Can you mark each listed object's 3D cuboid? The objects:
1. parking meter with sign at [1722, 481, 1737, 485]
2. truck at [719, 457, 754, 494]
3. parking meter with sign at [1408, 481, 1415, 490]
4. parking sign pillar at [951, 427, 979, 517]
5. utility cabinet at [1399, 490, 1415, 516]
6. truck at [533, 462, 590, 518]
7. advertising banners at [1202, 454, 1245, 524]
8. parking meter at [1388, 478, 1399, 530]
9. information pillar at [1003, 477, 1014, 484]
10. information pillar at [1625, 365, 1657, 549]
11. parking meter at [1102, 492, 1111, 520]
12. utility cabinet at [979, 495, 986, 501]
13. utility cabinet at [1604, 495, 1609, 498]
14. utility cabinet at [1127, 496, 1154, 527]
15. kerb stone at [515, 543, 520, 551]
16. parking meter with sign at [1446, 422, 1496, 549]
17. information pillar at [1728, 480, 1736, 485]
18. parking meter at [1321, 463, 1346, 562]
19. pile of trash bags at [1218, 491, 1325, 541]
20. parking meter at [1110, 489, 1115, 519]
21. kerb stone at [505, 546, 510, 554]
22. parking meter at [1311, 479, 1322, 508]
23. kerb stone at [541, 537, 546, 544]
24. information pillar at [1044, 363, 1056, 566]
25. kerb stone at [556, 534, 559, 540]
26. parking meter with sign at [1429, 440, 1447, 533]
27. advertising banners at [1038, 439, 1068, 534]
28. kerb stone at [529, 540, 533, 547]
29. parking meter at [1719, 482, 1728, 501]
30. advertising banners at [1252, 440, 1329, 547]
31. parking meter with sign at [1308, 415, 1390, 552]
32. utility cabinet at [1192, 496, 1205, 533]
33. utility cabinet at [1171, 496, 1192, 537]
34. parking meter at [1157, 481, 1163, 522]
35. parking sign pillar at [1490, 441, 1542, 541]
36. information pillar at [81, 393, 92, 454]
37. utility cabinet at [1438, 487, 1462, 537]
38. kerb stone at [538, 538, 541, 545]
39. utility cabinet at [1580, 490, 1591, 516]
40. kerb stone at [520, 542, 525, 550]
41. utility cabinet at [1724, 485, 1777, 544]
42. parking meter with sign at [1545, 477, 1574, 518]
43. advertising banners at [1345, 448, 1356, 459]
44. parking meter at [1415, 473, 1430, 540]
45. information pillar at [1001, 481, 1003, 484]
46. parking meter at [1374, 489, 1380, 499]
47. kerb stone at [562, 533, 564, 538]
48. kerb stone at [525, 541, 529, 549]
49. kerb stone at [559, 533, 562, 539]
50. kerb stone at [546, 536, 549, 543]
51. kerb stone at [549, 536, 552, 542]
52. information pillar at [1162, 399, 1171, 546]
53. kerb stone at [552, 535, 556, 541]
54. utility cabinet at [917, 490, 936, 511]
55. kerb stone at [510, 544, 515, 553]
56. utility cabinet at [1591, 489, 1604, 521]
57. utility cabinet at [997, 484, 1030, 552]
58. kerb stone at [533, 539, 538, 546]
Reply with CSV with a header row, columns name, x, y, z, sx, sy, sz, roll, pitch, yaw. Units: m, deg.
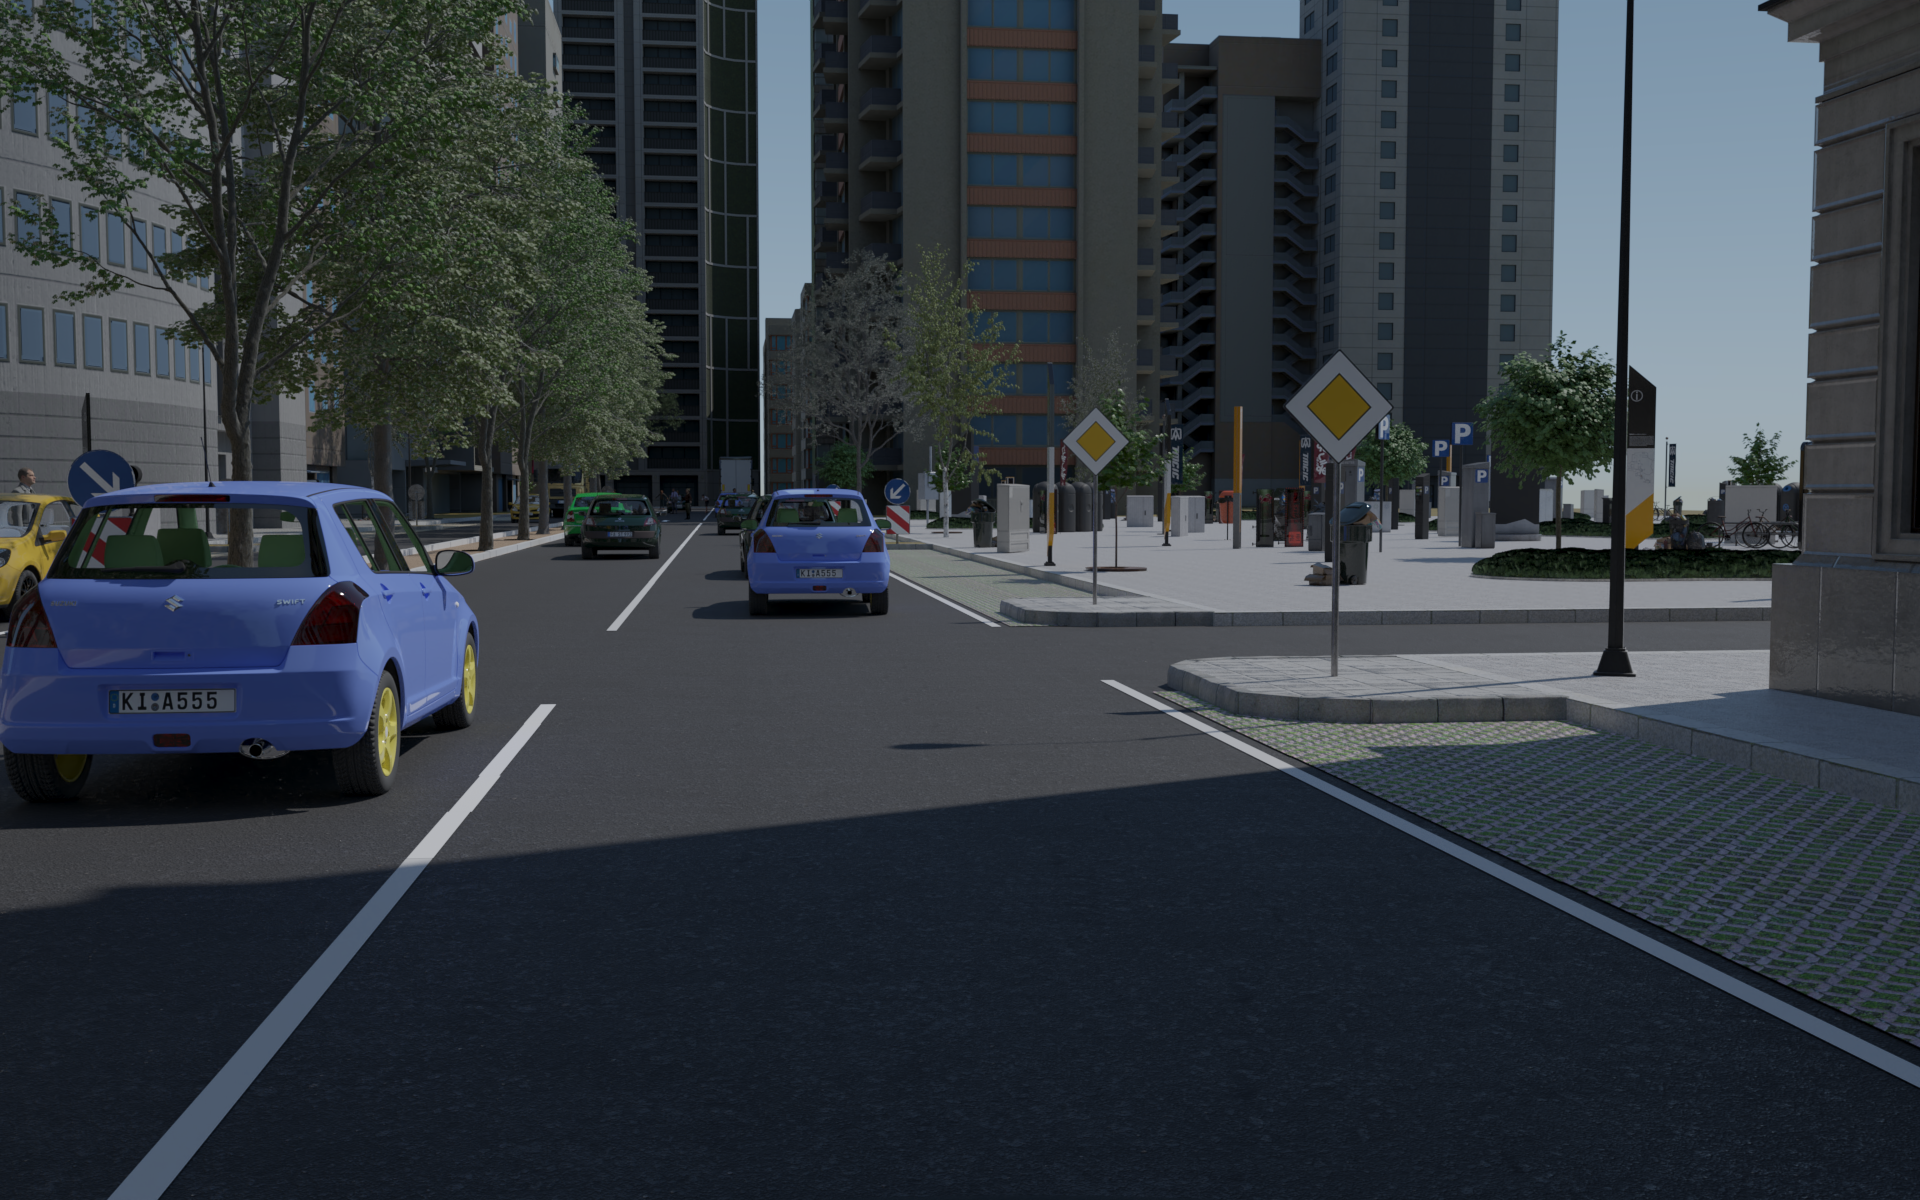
name,x,y,z,sx,sy,sz,roll,pitch,yaw
parking meter with sign,43.500,-6.220,97.963,1.738,3.016,0.543,0,4,1
truck,-17.539,-8.990,135.901,2.839,4.237,11.283,0,4,-7
parking meter with sign,24.617,-5.915,92.972,0.543,3.016,1.738,-2,4,-26
parking sign pillar,0.202,-4.996,70.155,1.447,3.967,1.447,-3,4,-38
utility cabinet,23.207,-4.942,89.486,0.318,1.500,1.173,-2,4,-24
truck,-24.090,-6.780,106.770,3.469,3.379,9.791,0,4,-7
advertising banners,11.383,-4.809,74.816,2.074,3.025,0.090,-1,4,-20
parking meter,15.601,-3.464,62.350,0.255,1.863,0.399,-1,4,-11
information pillar,2.162,-4.317,75.078,0.304,2.012,0.304,-1,4,-12
information pillar,12.342,-2.452,31.446,0.504,3.616,0.183,1,4,12
parking meter,7.347,-4.961,86.817,0.399,1.863,0.255,-2,4,-27
utility cabinet,0.687,-4.124,78.590,1.020,1.237,0.306,2,4,29
utility cabinet,34.844,-5.059,93.883,0.306,1.237,1.020,0,4,3
utility cabinet,6.990,-3.430,67.237,1.020,1.237,0.306,0,4,3
kerb stone,-11.185,-1.286,43.270,0.120,0.150,1.000,0,4,-8
parking meter with sign,12.314,-2.762,41.415,0.543,3.016,1.738,0,4,-7
information pillar,40.505,-5.287,90.937,0.304,2.012,0.304,0,4,-8
parking meter,7.073,-1.648,32.660,0.255,1.863,0.399,3,4,38
pile of trash bags,8.861,-2.340,48.016,3.447,1.369,1.912,1,4,16
parking meter,7.908,-4.971,89.693,0.372,1.533,0.369,0,3,0
kerb stone,-10.909,-1.165,41.242,0.120,0.150,1.000,0,4,-8
parking meter,11.530,-3.066,55.834,0.255,1.863,0.399,-3,5,-44
kerb stone,-11.997,-1.661,49.350,0.120,0.150,1.000,0,4,-8
information pillar,1.609,-2.411,30.778,0.183,3.616,0.504,0,4,-2
kerb stone,-12.547,-1.910,53.419,0.120,0.150,1.000,0,4,-8
parking meter with sign,15.887,-3.679,56.417,0.543,3.016,1.738,2,4,31
advertising banners,2.986,-3.630,55.541,0.090,3.025,2.074,-1,4,-23
kerb stone,-11.598,-1.475,46.309,0.120,0.150,1.000,0,4,-8
parking meter,38.062,-4.932,86.351,0.399,1.863,0.255,2,4,33
advertising banners,8.053,-2.791,41.817,2.074,3.025,0.090,-1,4,-13
parking meter with sign,8.602,-2.584,38.508,1.738,3.016,0.543,3,4,38
utility cabinet,7.639,-2.836,57.534,1.020,1.237,0.306,-2,4,-26
utility cabinet,6.661,-2.526,52.460,0.306,1.237,1.020,1,4,22
parking meter,9.344,-4.563,80.315,0.255,1.863,0.399,2,4,29
parking sign pillar,15.237,-3.612,47.536,1.447,3.967,1.447,1,4,16
information pillar,-20.242,-2.987,40.198,0.183,3.616,0.504,-3,5,-40
utility cabinet,14.866,-2.638,51.810,1.173,1.500,0.318,-2,4,-27
kerb stone,-11.866,-1.597,48.336,0.120,0.150,1.000,0,4,-8
utility cabinet,33.949,-5.170,93.210,1.173,1.500,0.318,-1,4,-21
kerb stone,-11.311,-1.351,44.284,0.120,0.150,1.000,0,4,-8
utility cabinet,19.992,-2.148,43.802,1.173,1.500,0.318,2,4,26
parking meter with sign,26.234,-4.908,76.507,1.738,3.016,0.543,3,5,43
advertising banners,13.286,-4.068,62.694,2.074,3.025,0.090,0,4,5
parking meter,13.063,-2.646,48.968,0.399,1.863,0.255,-3,5,-43
information pillar,2.467,-5.512,94.619,0.304,2.012,0.304,-3,5,-42
parking meter,21.000,-4.813,87.101,0.372,1.533,0.369,0,3,0
kerb stone,-12.828,-2.034,55.445,0.120,0.150,1.000,0,4,-8
kerb stone,-11.455,-1.413,45.296,0.120,0.150,1.000,0,4,-8
kerb stone,-12.691,-1.972,54.431,0.120,0.150,1.000,0,4,-8
kerb stone,-12.140,-1.723,50.374,0.120,0.150,1.000,0,4,-8
kerb stone,-12.282,-1.786,51.392,0.120,0.150,1.000,0,4,-8
information pillar,5.093,-3.128,42.492,0.183,3.616,0.504,0,4,-2
kerb stone,-12.411,-1.848,52.406,0.120,0.150,1.000,0,4,-8
utility cabinet,-1.811,-5.176,93.314,0.318,1.500,1.173,3,5,43
kerb stone,-11.046,-1.227,42.255,0.120,0.150,1.000,0,4,-8
utility cabinet,27.102,-3.961,73.441,0.318,1.500,1.173,1,4,15
utility cabinet,1.183,-1.794,38.003,0.318,1.500,1.173,2,4,24
kerb stone,-11.726,-1.533,47.323,0.120,0.150,1.000,0,4,-8
